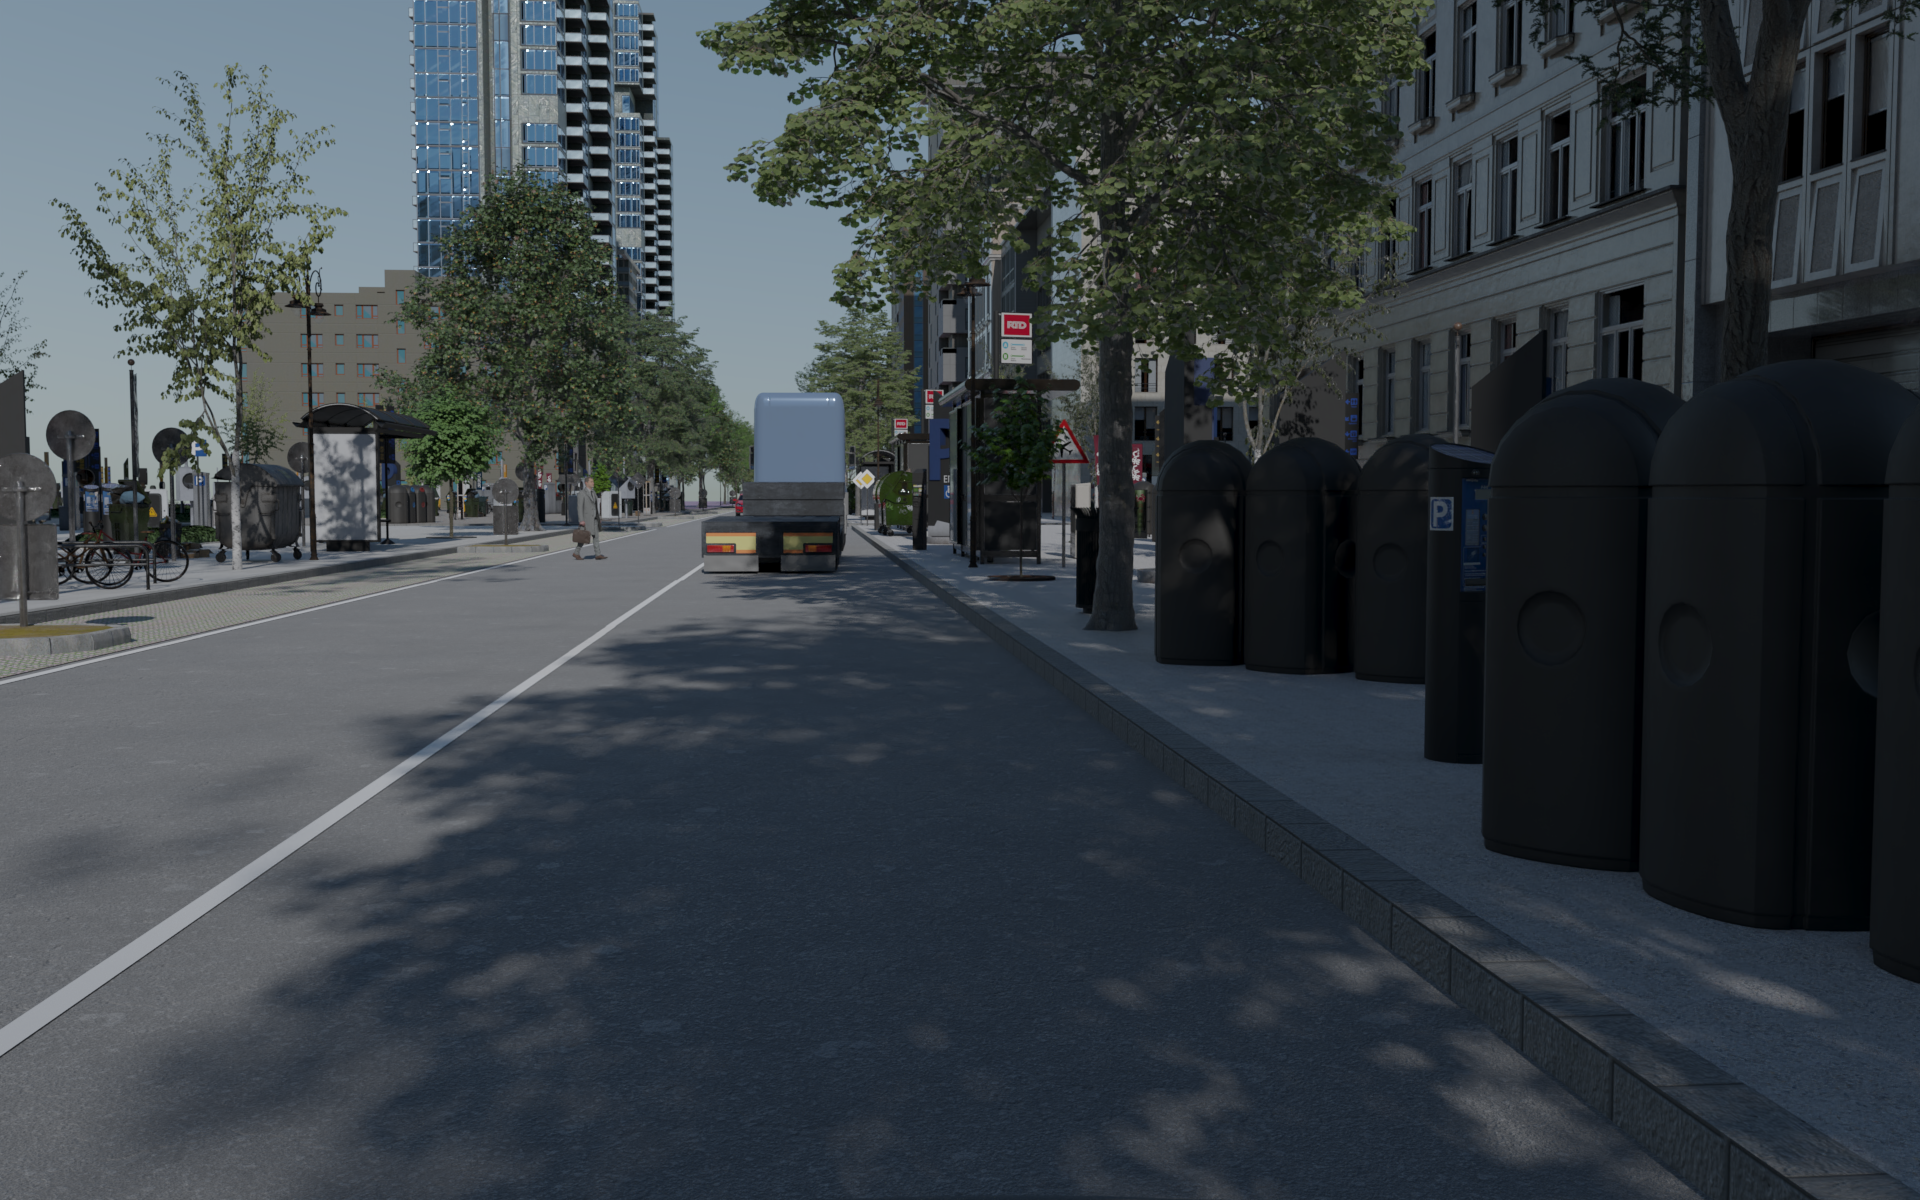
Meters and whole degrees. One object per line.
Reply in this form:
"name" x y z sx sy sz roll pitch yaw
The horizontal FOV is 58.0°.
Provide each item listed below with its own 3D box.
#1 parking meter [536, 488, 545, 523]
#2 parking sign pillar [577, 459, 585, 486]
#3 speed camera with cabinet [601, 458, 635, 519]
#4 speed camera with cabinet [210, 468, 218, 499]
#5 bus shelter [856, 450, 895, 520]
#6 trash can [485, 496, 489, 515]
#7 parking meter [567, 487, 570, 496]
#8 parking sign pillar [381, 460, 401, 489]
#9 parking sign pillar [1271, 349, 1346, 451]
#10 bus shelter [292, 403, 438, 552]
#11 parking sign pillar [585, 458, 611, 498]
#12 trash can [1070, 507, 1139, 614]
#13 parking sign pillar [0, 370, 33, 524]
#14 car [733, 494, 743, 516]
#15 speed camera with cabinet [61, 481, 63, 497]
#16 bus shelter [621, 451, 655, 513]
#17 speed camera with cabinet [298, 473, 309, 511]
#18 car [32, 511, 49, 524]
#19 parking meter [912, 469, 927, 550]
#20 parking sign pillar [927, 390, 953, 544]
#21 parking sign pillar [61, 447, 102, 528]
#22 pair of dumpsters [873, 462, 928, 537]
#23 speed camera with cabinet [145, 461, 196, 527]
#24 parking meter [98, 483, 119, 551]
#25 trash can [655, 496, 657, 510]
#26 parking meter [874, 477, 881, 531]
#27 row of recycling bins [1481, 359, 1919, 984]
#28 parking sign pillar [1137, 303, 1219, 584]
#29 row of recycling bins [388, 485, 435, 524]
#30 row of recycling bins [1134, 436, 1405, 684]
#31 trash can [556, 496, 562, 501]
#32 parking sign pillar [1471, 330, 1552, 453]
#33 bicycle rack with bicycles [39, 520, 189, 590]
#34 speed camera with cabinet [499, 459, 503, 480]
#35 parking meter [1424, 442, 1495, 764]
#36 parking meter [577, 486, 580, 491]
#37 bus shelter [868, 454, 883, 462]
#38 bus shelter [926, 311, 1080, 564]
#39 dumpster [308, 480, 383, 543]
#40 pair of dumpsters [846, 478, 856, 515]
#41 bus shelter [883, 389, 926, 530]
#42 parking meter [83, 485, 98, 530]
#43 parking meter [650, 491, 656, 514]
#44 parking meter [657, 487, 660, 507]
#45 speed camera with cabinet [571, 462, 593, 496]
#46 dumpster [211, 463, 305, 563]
"parking meter" -18.836 -4.247 77.849 0.372 1.533 0.369 0 3 0
"parking sign pillar" -29.501 -8.991 135.474 1.447 3.967 1.447 1 4 9
"speed camera with cabinet" -18.081 -5.951 91.634 0.660 3.252 2.038 2 4 30
"speed camera with cabinet" -55.596 -8.197 128.353 0.660 3.252 2.038 3 5 41
"bus shelter" -3.891 -5.389 82.027 2.014 3.302 5.546 0 4 -5
"trash can" -29.157 -5.761 105.852 0.748 1.137 0.748 0 3 0
"parking meter" -32.314 -8.369 142.544 0.399 1.863 0.255 3 5 45
"parking sign pillar" -35.504 -7.318 108.118 1.447 3.967 1.447 2 4 31
"parking sign pillar" 6.458 -2.672 32.163 1.447 3.967 1.447 -1 4 -12
"bus shelter" -13.989 -2.888 41.138 2.014 3.302 5.546 0 4 -5
"parking sign pillar" -25.856 -8.345 124.910 1.447 3.967 1.447 0 4 8
"trash can" 1.554 -0.430 18.683 0.748 1.137 0.748 0 3 0
"parking sign pillar" -20.961 -3.007 37.632 1.447 3.967 1.447 -1 4 -15
"car" -13.842 -6.418 113.973 2.155 1.783 4.494 0 4 -5
"speed camera with cabinet" -60.054 -7.534 117.523 0.660 3.252 2.038 1 4 12
"bus shelter" -23.014 -8.873 122.699 2.179 5.291 8.768 0 4 -5
"speed camera with cabinet" -34.356 -5.833 89.699 2.038 3.252 0.660 0 4 1
"car" -39.874 -3.760 70.143 5.304 1.827 2.281 0 4 -6
"parking meter" -0.926 -2.079 39.711 0.255 1.863 0.399 1 4 15
"parking sign pillar" -0.167 -3.439 44.694 1.447 3.967 1.447 2 4 29
"parking sign pillar" -33.564 -4.754 66.193 1.447 3.967 1.447 -1 4 -13
"pair of dumpsters" -1.860 -3.159 54.151 1.574 2.255 4.437 0 4 -5
"speed camera with cabinet" -26.673 -3.908 58.234 2.038 3.252 0.660 -3 5 -39
"parking meter" -19.265 -1.890 39.316 0.372 1.533 0.369 0 3 0
"trash can" -20.545 -6.344 115.373 0.748 1.137 0.748 0 3 0
"parking meter" -2.804 -3.371 60.820 0.399 1.863 0.255 -1 4 -14
"row of recycling bins" 2.818 0.131 4.970 1.069 1.692 3.534 -1 4 -23
"parking sign pillar" 3.306 -2.244 25.158 1.447 3.967 1.447 0 4 -5
"row of recycling bins" -24.254 -4.243 76.483 1.069 1.692 3.534 1 4 8
"row of recycling bins" 2.902 -0.321 12.355 3.534 1.692 1.069 3 5 40
"trash can" -28.656 -6.827 123.276 0.748 1.137 0.748 0 3 0
"parking sign pillar" 9.253 -2.483 29.067 1.447 3.967 1.447 -3 5 -43
"bicycle rack with bicycles" -12.215 -0.632 23.714 2.925 0.926 2.852 -1 4 -21
"speed camera with cabinet" -25.690 -6.329 97.808 0.660 3.252 2.038 -1 4 -13
"parking meter" 2.443 0.003 8.357 0.372 1.533 0.369 0 3 0
"parking meter" -28.930 -7.708 131.743 0.399 1.863 0.255 -3 5 -45
"bus shelter" -3.611 -6.834 89.360 2.179 5.291 8.768 0 4 -5
"bus shelter" 0.767 -3.554 35.737 2.179 5.291 8.768 0 4 -5
"dumpster" -16.253 -2.650 45.820 1.502 2.255 1.985 0 4 -5
"pair of dumpsters" -6.534 -6.518 109.069 1.574 2.255 4.437 0 4 -5
"bus shelter" -1.462 -5.273 63.849 2.179 5.291 8.768 0 4 -5
"parking meter" -23.250 -2.323 46.391 0.372 1.533 0.369 0 3 0
"parking meter" -19.714 -6.212 109.970 0.372 1.533 0.369 0 3 0
"parking meter" -25.722 -8.709 148.096 0.255 1.863 0.399 0 4 1
"speed camera with cabinet" -20.473 -6.087 93.852 0.660 3.252 2.038 -2 4 -31
"dumpster" -13.408 -1.672 33.099 1.264 1.857 1.865 0 4 -5
